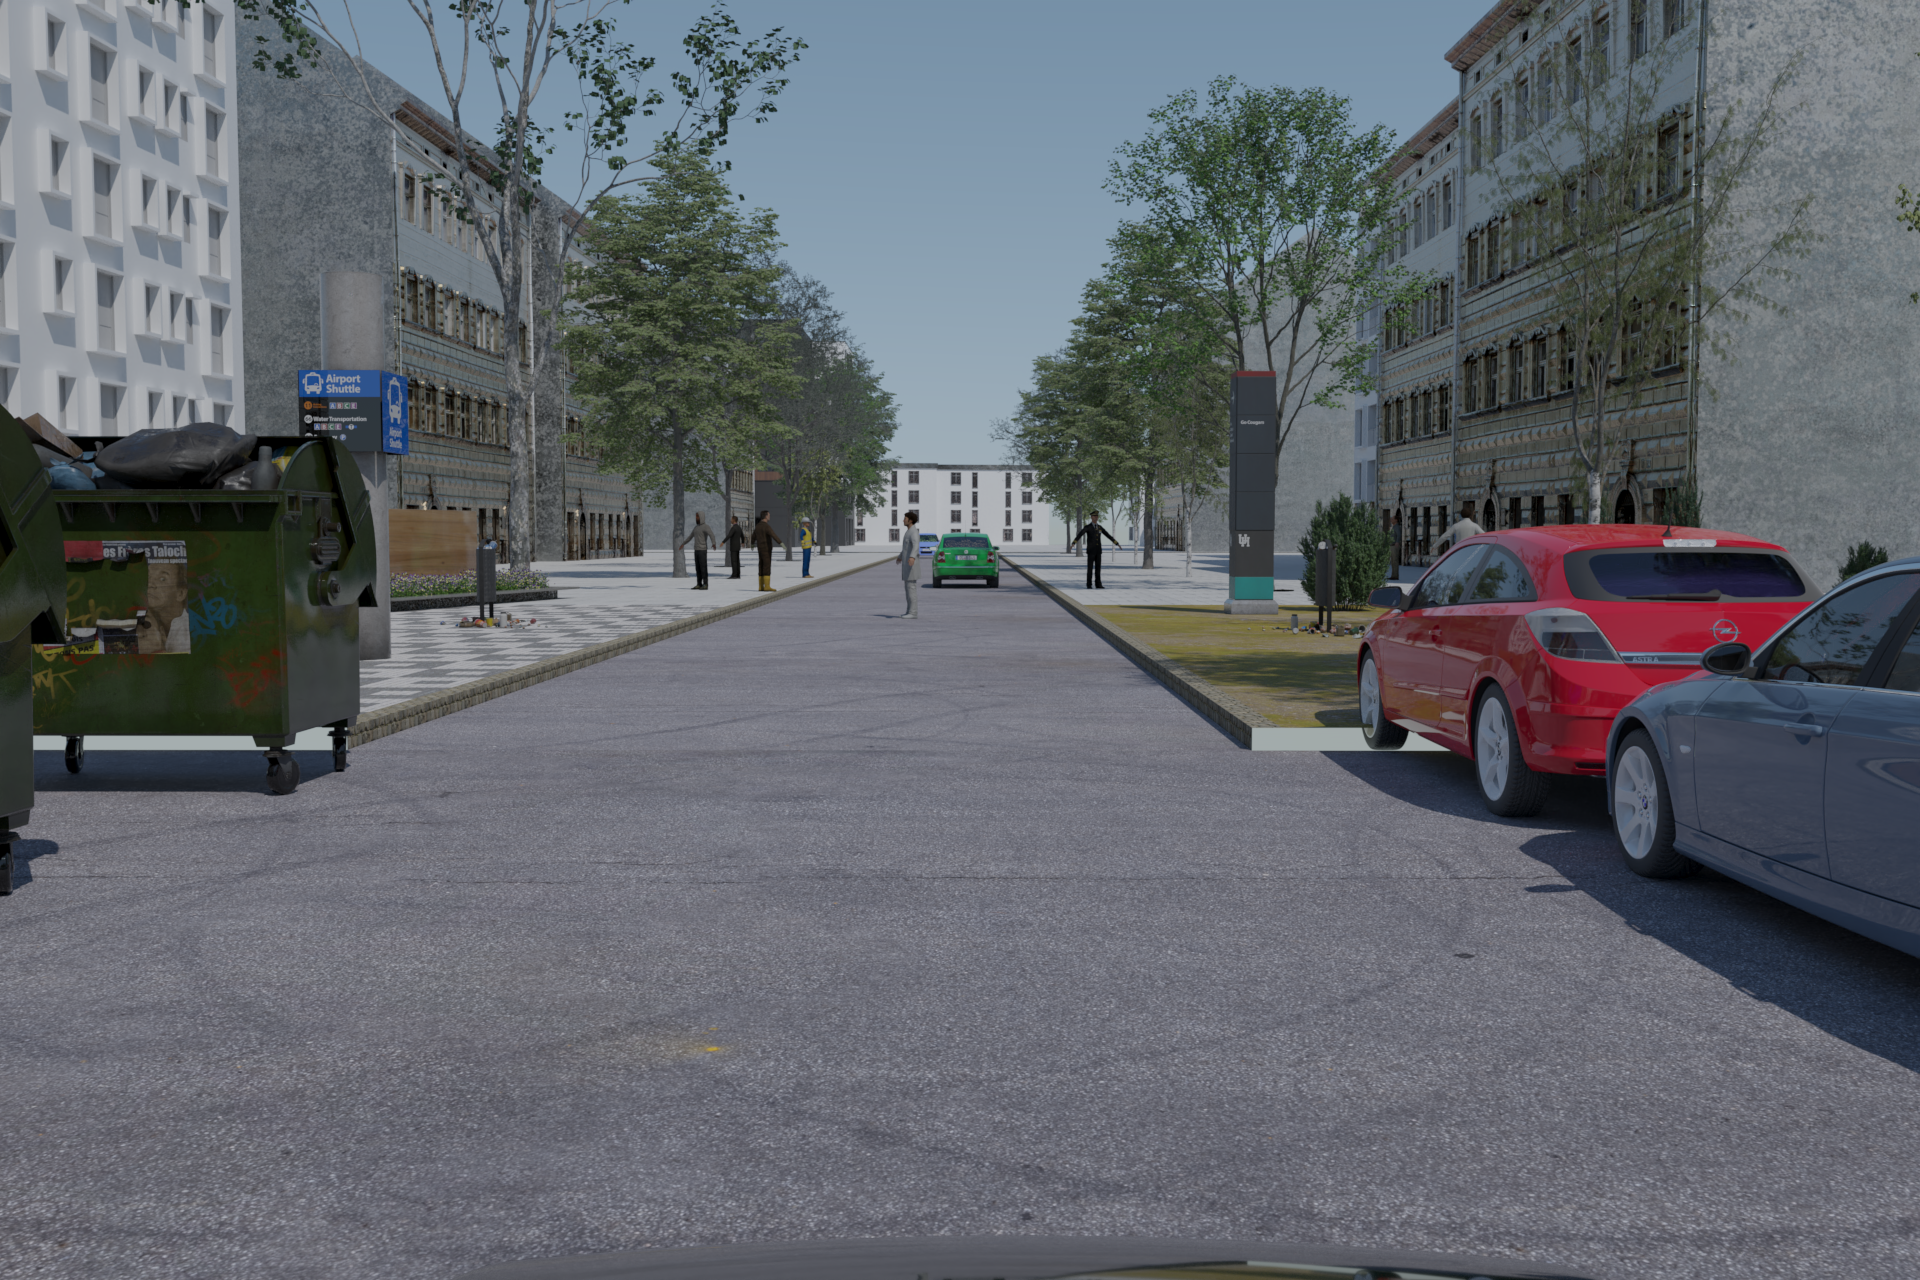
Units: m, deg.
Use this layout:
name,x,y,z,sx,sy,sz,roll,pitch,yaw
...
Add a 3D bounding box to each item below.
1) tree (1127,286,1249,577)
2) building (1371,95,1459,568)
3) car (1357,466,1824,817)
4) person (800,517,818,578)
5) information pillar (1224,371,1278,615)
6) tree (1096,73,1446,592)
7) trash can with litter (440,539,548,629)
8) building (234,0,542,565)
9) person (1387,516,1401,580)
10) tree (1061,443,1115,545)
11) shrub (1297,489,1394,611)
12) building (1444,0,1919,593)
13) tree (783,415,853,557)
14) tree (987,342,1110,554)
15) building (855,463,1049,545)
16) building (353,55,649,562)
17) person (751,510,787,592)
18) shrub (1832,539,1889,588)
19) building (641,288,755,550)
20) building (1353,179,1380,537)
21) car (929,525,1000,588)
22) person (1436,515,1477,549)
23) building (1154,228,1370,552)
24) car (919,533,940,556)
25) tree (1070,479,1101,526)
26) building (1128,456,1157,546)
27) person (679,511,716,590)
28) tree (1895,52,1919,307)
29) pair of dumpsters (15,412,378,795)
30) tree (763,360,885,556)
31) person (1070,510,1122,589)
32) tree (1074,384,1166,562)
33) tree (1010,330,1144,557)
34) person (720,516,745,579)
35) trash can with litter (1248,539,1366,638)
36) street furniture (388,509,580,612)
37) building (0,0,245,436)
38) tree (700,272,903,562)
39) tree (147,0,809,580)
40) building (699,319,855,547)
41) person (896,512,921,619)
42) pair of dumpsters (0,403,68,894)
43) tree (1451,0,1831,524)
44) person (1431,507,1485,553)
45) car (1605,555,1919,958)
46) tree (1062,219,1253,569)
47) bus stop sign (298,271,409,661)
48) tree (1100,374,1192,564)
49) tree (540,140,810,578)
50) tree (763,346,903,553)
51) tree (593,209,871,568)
name,x,y,z,sx,sy,sz,roll,pitch,yaw
tree,6.821,-6.188,51.530,4.360,8.622,3.978,0,3,0
building,26.913,-14.261,64.096,19.493,23.208,18.063,0,4,0
car,3.603,-0.074,10.251,2.155,1.783,4.494,0,4,0
person,-4.406,-2.696,50.549,0.721,1.772,1.216,1,4,14
information pillar,4.690,-2.352,27.826,0.750,3.857,0.750,0,4,0
tree,6.887,-6.901,38.591,9.928,11.665,9.643,0,3,0
trash can with litter,-6.493,-0.822,24.504,1.678,1.210,2.233,0,4,-1
building,-28.704,-14.578,69.277,19.493,23.208,18.063,0,4,1
person,12.109,-2.574,48.352,0.705,1.796,1.348,0,4,0
tree,15.418,-17.809,209.299,7.486,12.596,7.792,0,3,0
shrub,6.422,-1.499,28.920,1.690,2.028,1.600,0,3,0
building,25.042,-13.150,45.927,19.493,23.208,18.063,0,4,0
tree,-7.948,-8.853,95.108,4.737,8.622,4.395,0,3,0
tree,6.932,-12.328,111.934,12.009,13.543,11.850,0,3,0
building,-3.236,-15.960,205.546,28.070,9.664,9.099,0,4,-7
building,-27.460,-15.788,89.057,19.493,23.208,18.063,0,4,1
person,-4.321,-1.985,38.599,0.704,1.812,1.346,-3,5,-40
shrub,13.672,-0.918,26.121,1.383,1.207,1.383,0,3,0
building,-28.002,-19.414,148.350,19.493,23.208,18.063,0,4,0
building,26.127,-14.342,90.909,16.016,20.090,11.380,0,4,0
car,0.132,-2.363,47.427,1.959,1.807,4.718,0,4,-1
person,12.571,-2.273,43.294,1.347,1.817,0.704,2,4,27
building,25.441,-18.527,133.840,19.493,23.208,18.063,0,3,0
car,-1.966,-5.726,103.203,1.945,1.707,3.694,0,3,0
tree,14.749,-15.385,201.902,4.737,8.622,4.395,0,3,0
building,23.242,-14.612,181.058,9.099,9.664,28.070,0,4,1
person,-5.965,-2.054,39.714,0.705,1.813,1.348,-3,5,-45
tree,14.848,-4.473,23.504,4.737,8.622,4.395,0,3,0
pair of dumpsters,-5.753,-0.301,9.877,4.436,2.255,1.574,0,4,1
tree,-8.197,-10.849,103.134,9.928,11.665,9.643,0,3,0
person,3.162,-2.121,40.615,1.347,1.837,0.705,-1,4,-22
tree,6.907,-7.921,79.872,4.360,8.622,3.978,0,3,0
tree,6.686,-10.870,95.856,7.486,12.596,7.792,0,3,0
person,-6.446,-2.643,49.445,0.704,1.802,1.346,1,4,21
trash can with litter,4.686,-0.688,22.309,1.678,1.210,2.233,0,4,0
street furniture,-10.622,-1.558,32.331,9.812,1.723,11.010,1,4,14
building,-26.476,-11.143,38.602,16.016,20.090,11.380,0,4,0
tree,-7.907,-10.434,80.965,12.009,13.543,11.850,0,3,0
tree,-9.420,-10.876,33.713,12.611,20.169,13.585,0,3,0
building,-26.093,-20.620,181.111,27.936,21.610,32.646,0,4,1
person,-0.869,-1.271,29.419,0.705,1.806,1.347,-1,4,-11
pair of dumpsters,-5.809,-0.082,6.291,4.436,2.255,1.574,0,4,0
tree,7.512,-4.322,21.021,4.360,8.622,3.978,0,3,0
person,9.988,-1.715,34.226,1.347,1.806,0.705,1,4,21
car,3.671,0.383,5.748,2.014,1.417,4.499,0,4,1
tree,7.153,-8.863,63.030,7.486,12.596,7.792,0,3,0
bus stop sign,-6.186,-1.756,17.730,0.837,3.901,0.837,0,3,0
tree,7.376,-7.508,73.116,4.360,8.622,3.978,0,3,0
tree,-8.157,-8.065,49.988,7.486,12.596,7.792,0,3,0
tree,-8.594,-12.863,116.969,9.857,13.997,8.962,0,3,0
tree,-9.004,-9.545,66.430,12.009,13.543,11.850,0,3,0
